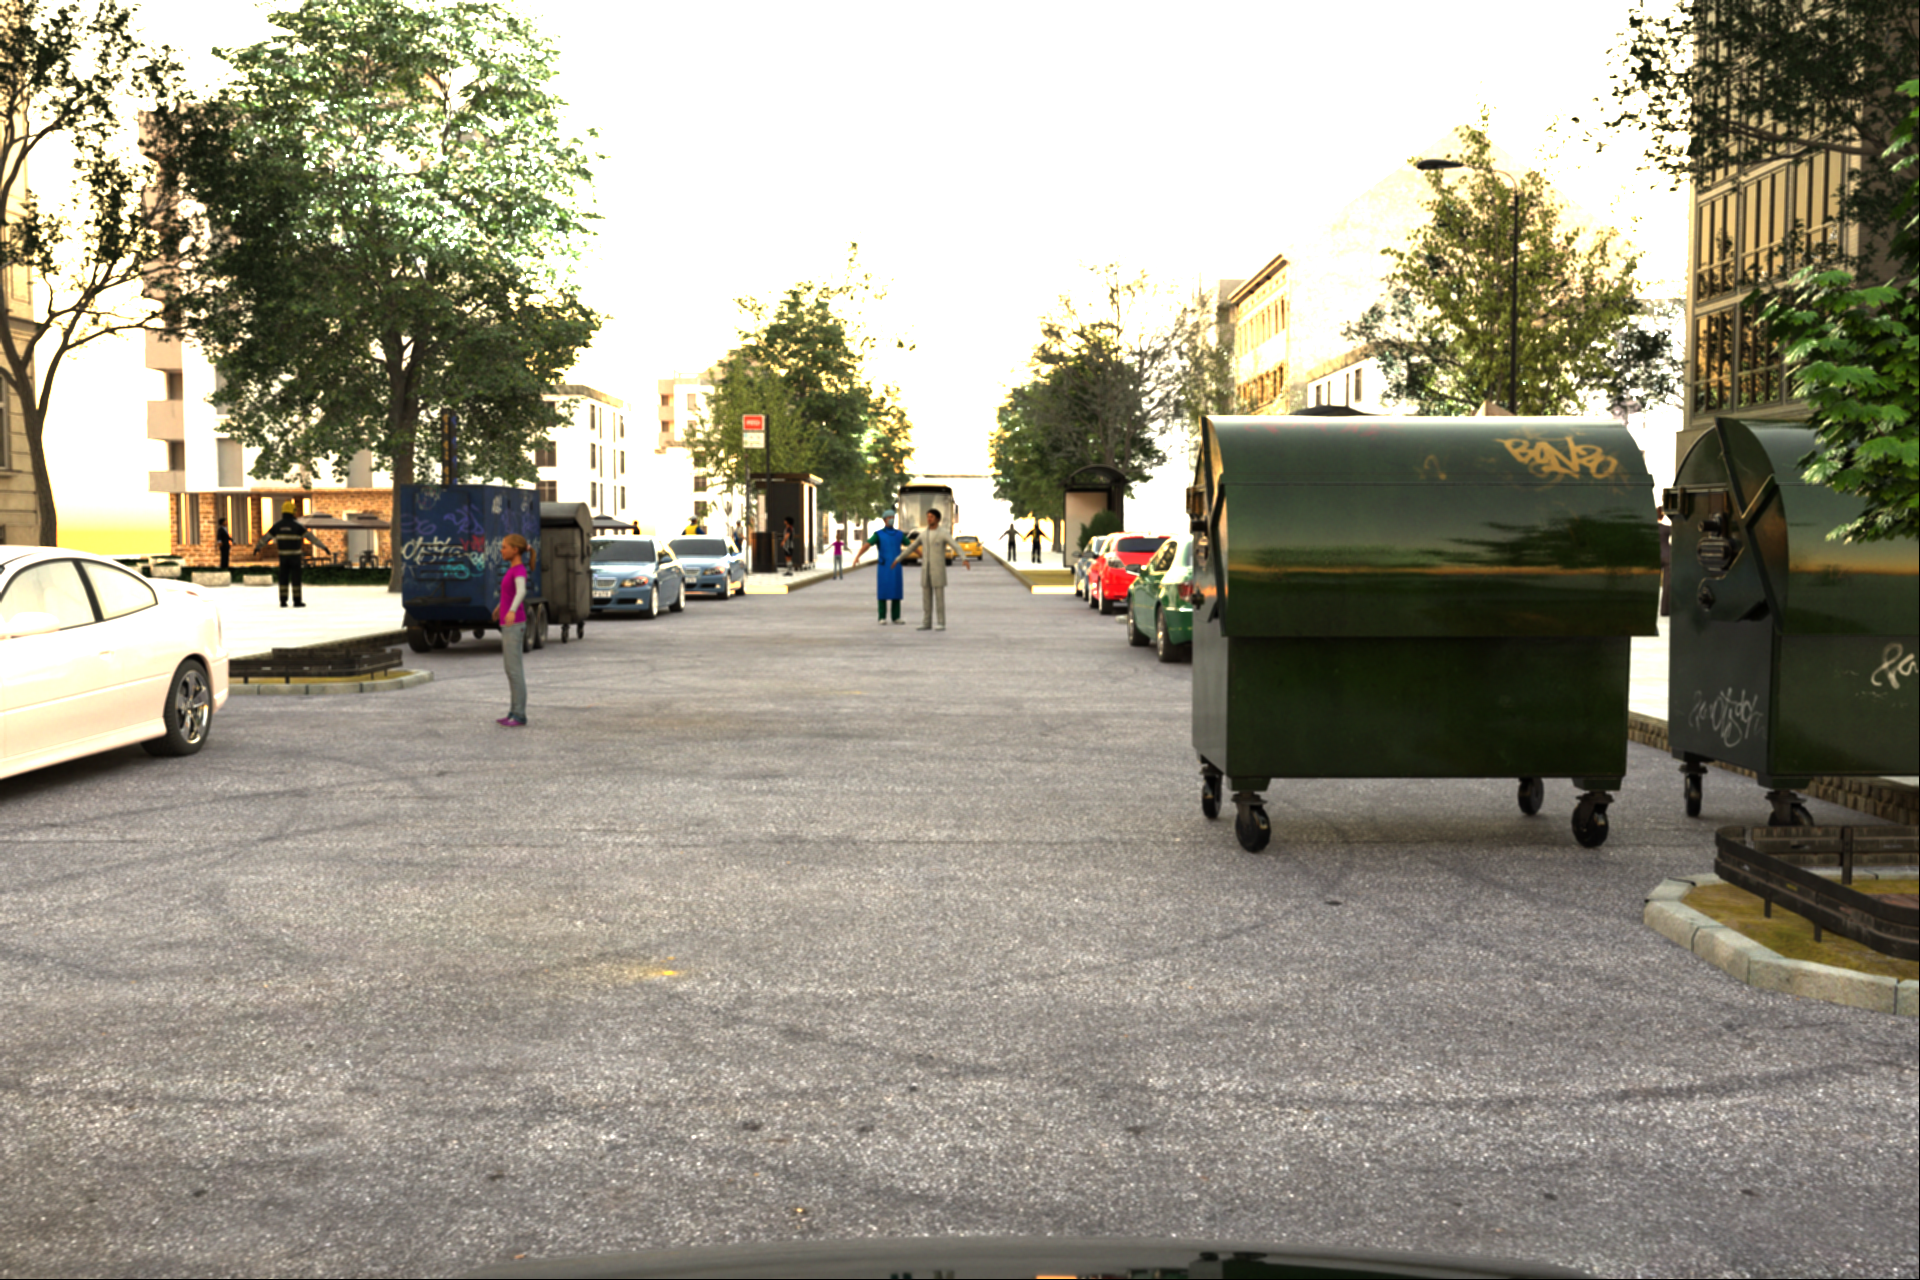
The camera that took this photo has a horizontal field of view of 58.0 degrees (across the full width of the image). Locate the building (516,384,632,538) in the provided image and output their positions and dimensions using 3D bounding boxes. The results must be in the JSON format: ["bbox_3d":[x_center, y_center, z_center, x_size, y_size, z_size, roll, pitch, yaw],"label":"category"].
[{"bbox_3d":[-25.508,-10.321,110.901,9.099,9.664,28.070,0,4,0],"label":"building"}]

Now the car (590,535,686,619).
[{"bbox_3d":[-5.984,-1.142,30.667,2.014,1.417,4.499,0,4,0],"label":"car"}]

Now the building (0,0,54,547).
[{"bbox_3d":[-31.813,-12.183,31.212,16.112,23.069,30.059,0,4,1],"label":"building"}]

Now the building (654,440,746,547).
[{"bbox_3d":[-25.348,-13.893,169.293,9.099,9.664,28.070,0,4,1],"label":"building"}]

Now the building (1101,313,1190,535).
[{"bbox_3d":[23.004,-20.490,165.940,19.493,23.208,18.063,0,4,0],"label":"building"}]

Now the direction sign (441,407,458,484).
[{"bbox_3d":[-9.220,-2.406,31.336,0.379,3.537,0.876,0,4,-1],"label":"direction sign"}]

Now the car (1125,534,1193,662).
[{"bbox_3d":[3.110,-0.549,20.769,2.131,1.459,4.920,0,4,-1],"label":"car"}]

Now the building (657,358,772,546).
[{"bbox_3d":[-26.531,-20.252,187.531,16.016,20.090,11.380,0,3,0],"label":"building"}]

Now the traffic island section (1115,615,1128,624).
[{"bbox_3d":[3.543,-0.321,28.120,1.991,0.108,1.994,0,4,1],"label":"traffic island section"}]

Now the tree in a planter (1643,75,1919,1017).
[{"bbox_3d":[3.502,-0.529,5.875,1.991,3.239,1.994,0,4,1],"label":"tree in a planter"}]

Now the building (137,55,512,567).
[{"bbox_3d":[-26.490,-13.059,69.929,16.016,20.090,11.380,0,3,0],"label":"building"}]

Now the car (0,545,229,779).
[{"bbox_3d":[-5.895,0.151,9.895,2.083,1.381,4.827,0,4,0],"label":"car"}]

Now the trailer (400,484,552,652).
[{"bbox_3d":[-5.911,-0.825,20.541,1.471,1.999,3.904,0,3,0],"label":"trailer"}]

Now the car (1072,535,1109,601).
[{"bbox_3d":[3.510,-1.611,38.336,2.014,1.417,4.499,0,3,0],"label":"car"}]

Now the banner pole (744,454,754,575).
[{"bbox_3d":[-6.690,-3.953,54.653,0.401,3.779,0.863,0,4,2],"label":"banner pole"}]

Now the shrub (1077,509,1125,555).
[{"bbox_3d":[4.014,-2.636,47.514,1.690,2.028,1.600,0,3,0],"label":"shrub"}]

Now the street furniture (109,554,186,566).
[{"bbox_3d":[-28.508,-2.471,56.029,5.734,0.657,10.072,-2,4,-35],"label":"street furniture"}]

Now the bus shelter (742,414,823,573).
[{"bbox_3d":[-6.215,-5.081,60.714,2.179,5.291,8.768,0,4,0],"label":"bus shelter"}]

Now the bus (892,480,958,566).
[{"bbox_3d":[-1.547,-5.537,82.082,2.896,3.916,12.252,0,4,0],"label":"bus"}]

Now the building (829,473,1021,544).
[{"bbox_3d":[-5.476,-17.907,237.383,28.070,9.664,9.099,-1,4,-9],"label":"building"}]

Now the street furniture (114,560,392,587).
[{"bbox_3d":[-17.066,-1.773,44.615,10.072,0.657,5.734,-1,4,-14],"label":"street furniture"}]

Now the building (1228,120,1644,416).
[{"bbox_3d":[26.822,-16.559,101.672,19.493,23.208,18.063,0,4,0],"label":"building"}]

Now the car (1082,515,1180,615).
[{"bbox_3d":[3.387,-1.422,32.286,2.155,1.783,4.494,0,4,0],"label":"car"}]

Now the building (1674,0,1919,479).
[{"bbox_3d":[26.802,-13.113,33.468,14.314,24.678,30.058,0,4,1],"label":"building"}]

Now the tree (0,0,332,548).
[{"bbox_3d":[-12.192,-5.404,22.768,7.601,10.594,8.767,2,4,31],"label":"tree"}]

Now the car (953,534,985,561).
[{"bbox_3d":[0.360,-5.197,95.191,2.015,1.641,3.980,0,4,0],"label":"car"}]

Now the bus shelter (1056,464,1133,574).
[{"bbox_3d":[4.055,-3.610,52.941,2.014,3.302,5.546,0,4,1],"label":"bus shelter"}]

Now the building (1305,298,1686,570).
[{"bbox_3d":[22.419,-8.166,75.656,9.099,9.664,28.070,0,4,0],"label":"building"}]

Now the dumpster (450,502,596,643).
[{"bbox_3d":[-5.898,-0.914,23.167,1.865,1.857,1.264,0,3,0],"label":"dumpster"}]

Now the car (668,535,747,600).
[{"bbox_3d":[-5.888,-1.664,39.210,2.014,1.417,4.499,0,4,0],"label":"car"}]

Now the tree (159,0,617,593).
[{"bbox_3d":[-12.180,-8.025,37.870,9.857,13.997,8.962,0,3,0],"label":"tree"}]

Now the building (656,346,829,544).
[{"bbox_3d":[-25.961,-23.314,212.109,19.493,23.208,18.063,0,4,-1],"label":"building"}]

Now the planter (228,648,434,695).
[{"bbox_3d":[-6.134,0.289,16.420,1.991,0.319,1.994,0,4,1],"label":"planter"}]

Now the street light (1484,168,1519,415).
[{"bbox_3d":[7.431,-2.999,21.583,1.470,5.913,1.316,0,4,0],"label":"street light"}]

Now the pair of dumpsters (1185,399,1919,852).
[{"bbox_3d":[3.314,-0.205,8.295,4.436,2.255,1.574,0,4,-1],"label":"pair of dumpsters"}]

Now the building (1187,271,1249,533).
[{"bbox_3d":[21.797,-16.456,125.483,16.016,20.090,11.380,0,4,0],"label":"building"}]
